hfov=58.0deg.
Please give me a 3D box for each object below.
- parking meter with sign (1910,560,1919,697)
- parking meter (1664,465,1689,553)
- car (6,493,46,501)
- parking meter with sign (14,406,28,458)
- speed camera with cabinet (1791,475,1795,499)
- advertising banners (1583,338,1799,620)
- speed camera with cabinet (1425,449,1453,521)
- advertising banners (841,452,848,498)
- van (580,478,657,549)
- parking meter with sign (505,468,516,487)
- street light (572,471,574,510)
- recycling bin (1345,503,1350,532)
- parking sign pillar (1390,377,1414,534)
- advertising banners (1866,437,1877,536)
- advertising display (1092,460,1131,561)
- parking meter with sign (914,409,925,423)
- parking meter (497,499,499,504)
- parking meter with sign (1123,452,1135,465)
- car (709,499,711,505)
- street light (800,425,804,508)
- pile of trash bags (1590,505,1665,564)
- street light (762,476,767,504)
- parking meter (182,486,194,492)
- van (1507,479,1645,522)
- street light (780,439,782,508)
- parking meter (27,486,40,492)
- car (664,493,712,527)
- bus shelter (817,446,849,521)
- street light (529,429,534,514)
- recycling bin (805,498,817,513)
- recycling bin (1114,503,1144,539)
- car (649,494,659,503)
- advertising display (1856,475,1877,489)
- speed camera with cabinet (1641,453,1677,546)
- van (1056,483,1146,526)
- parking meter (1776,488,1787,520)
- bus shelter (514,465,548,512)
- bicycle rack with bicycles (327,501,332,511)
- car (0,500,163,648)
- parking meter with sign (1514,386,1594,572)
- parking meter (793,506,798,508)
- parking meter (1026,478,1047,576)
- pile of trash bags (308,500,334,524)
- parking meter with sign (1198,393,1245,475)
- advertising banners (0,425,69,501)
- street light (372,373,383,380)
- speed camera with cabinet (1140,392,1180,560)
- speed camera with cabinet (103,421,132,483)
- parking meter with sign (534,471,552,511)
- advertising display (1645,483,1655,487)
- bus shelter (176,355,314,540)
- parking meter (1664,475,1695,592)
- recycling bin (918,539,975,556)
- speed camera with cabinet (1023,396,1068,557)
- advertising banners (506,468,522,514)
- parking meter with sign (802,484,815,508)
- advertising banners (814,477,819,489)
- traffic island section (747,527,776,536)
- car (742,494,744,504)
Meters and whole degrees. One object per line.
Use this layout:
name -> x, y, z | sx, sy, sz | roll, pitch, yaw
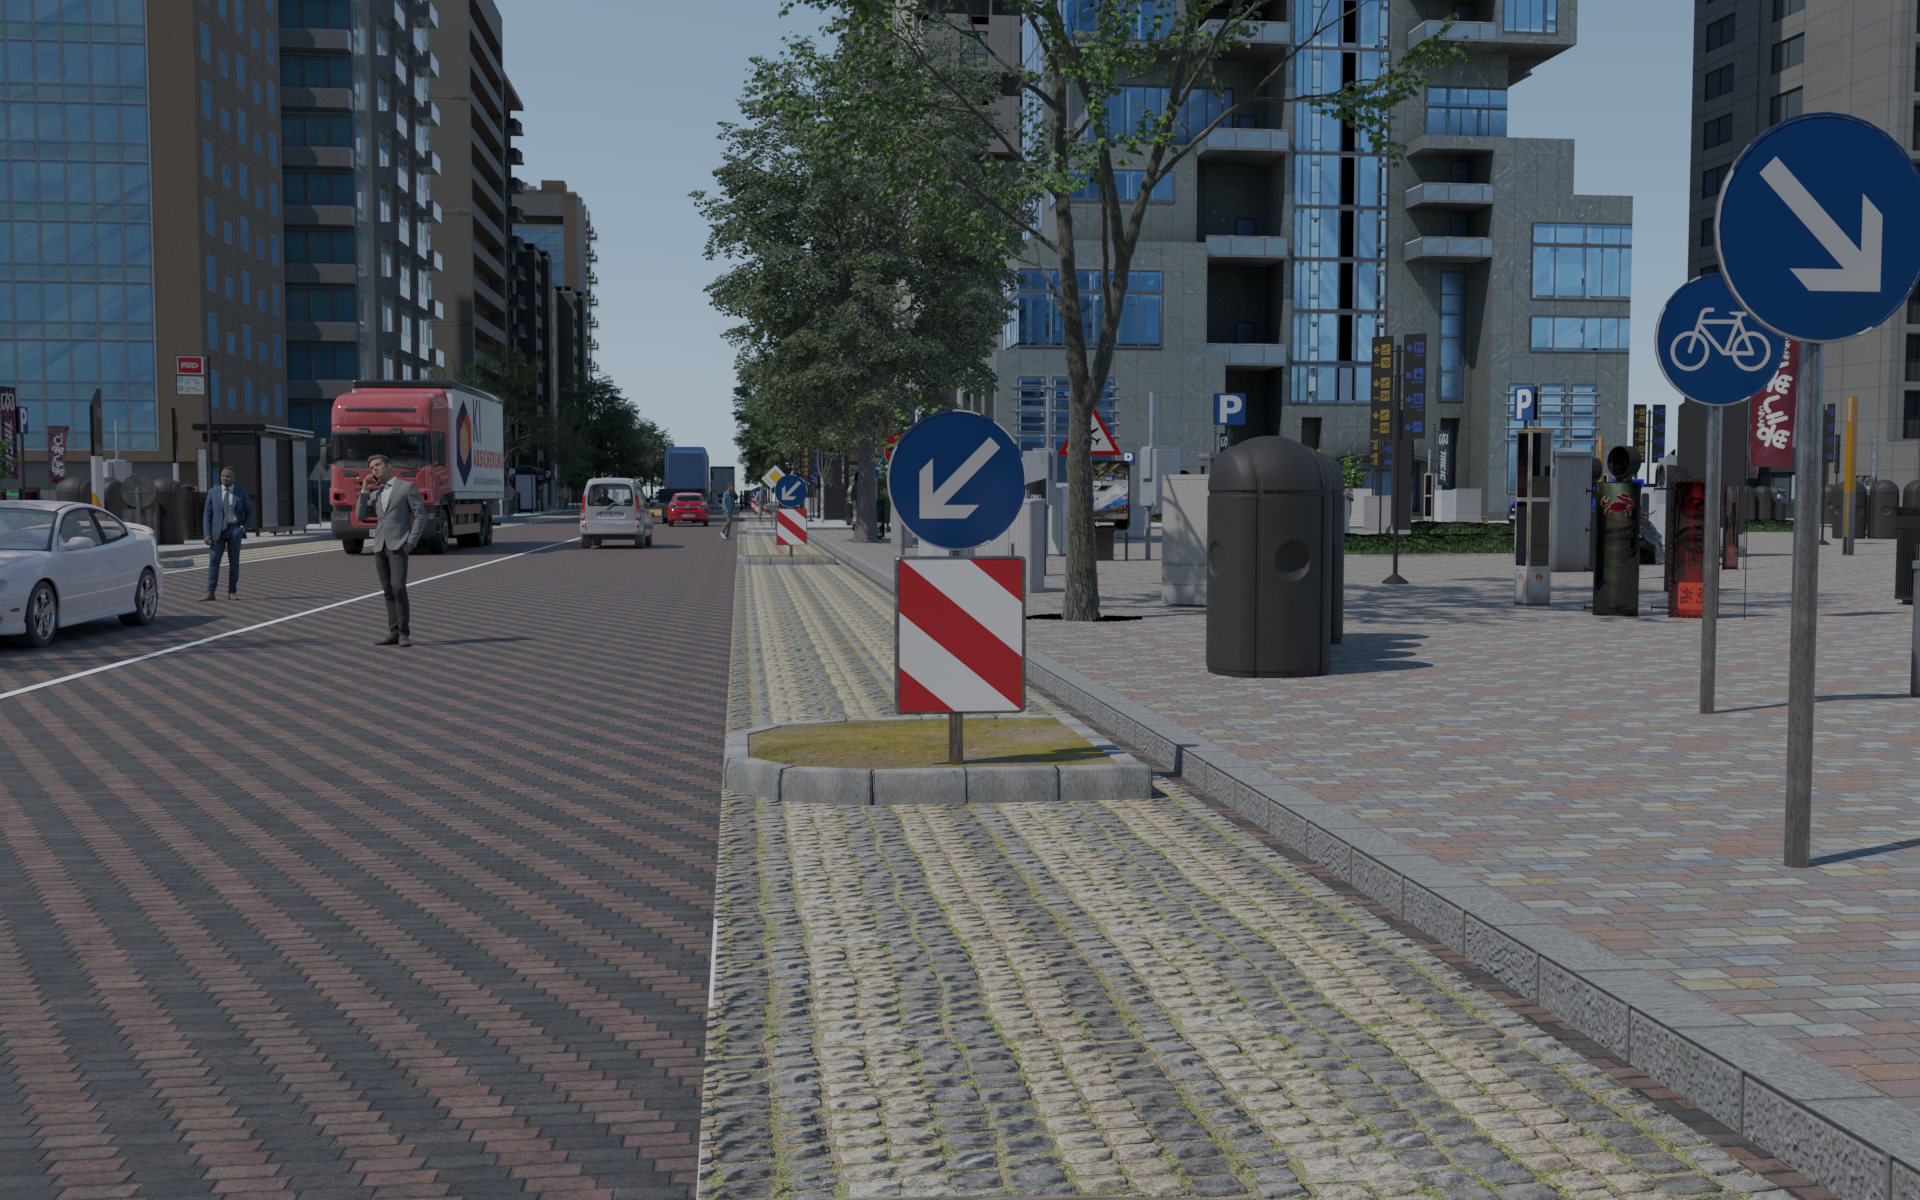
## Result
parking meter with sign -> 6.687, -0.925, 11.388 | 0.543, 3.016, 1.738 | 3, 4, 39
parking meter -> 14.234, -1.752, 34.364 | 0.399, 1.863, 0.255 | 0, 4, -8
car -> -33.181, -3.203, 61.158 | 4.718, 1.807, 1.959 | 0, 4, -7
parking meter with sign -> -19.475, -2.329, 34.343 | 1.738, 3.016, 0.543 | -1, 4, -12
speed camera with cabinet -> 39.412, -5.281, 80.679 | 2.038, 3.252, 0.660 | -3, 5, -44
advertising banners -> 7.550, -1.324, 17.828 | 2.074, 3.025, 0.090 | 2, 4, 25
speed camera with cabinet -> 20.993, -4.987, 75.873 | 0.660, 3.252, 2.038 | 0, 4, -6
advertising banners -> -4.751, -4.725, 73.444 | 0.090, 3.025, 2.074 | 1, 4, 12
van -> -9.262, -2.436, 46.846 | 2.013, 2.044, 4.112 | 0, 4, -6
parking meter with sign -> -30.801, -7.447, 118.019 | 0.543, 3.016, 1.738 | -2, 4, -33
street light -> -31.871, -10.378, 142.473 | 0.468, 5.910, 1.993 | 0, 4, -7
recycling bin -> 10.559, -2.234, 49.074 | 0.722, 1.027, 0.722 | 3, 5, 41
parking sign pillar -> 10.309, -3.178, 40.435 | 1.447, 3.967, 1.447 | 1, 4, 12
advertising banners -> 27.442, -3.443, 52.481 | 0.090, 3.025, 2.074 | 3, 5, 43
advertising display -> 2.774, -1.712, 33.197 | 0.974, 1.923, 0.123 | 1, 4, 12
parking meter with sign -> -0.021, -2.392, 35.367 | 1.738, 3.016, 0.543 | -1, 4, -18
parking meter -> -29.017, -6.333, 109.259 | 0.399, 1.863, 0.255 | 3, 5, 40
parking meter with sign -> 6.560, -4.618, 71.767 | 0.543, 3.016, 1.738 | 3, 4, 36
car -> -29.981, -12.048, 206.567 | 1.945, 1.707, 3.694 | 0, 4, -7
street light -> -8.604, -7.386, 93.540 | 0.468, 5.910, 1.993 | 0, 4, -7
pile of trash bags -> 11.330, -1.327, 31.449 | 3.447, 1.369, 1.912 | -3, 5, -42
street light -> -28.826, -17.138, 252.989 | 0.468, 5.910, 1.993 | 0, 4, -7
parking meter -> -24.757, -2.882, 55.536 | 0.372, 1.533, 0.369 | 0, 3, 0
van -> 24.386, -3.931, 68.651 | 5.245, 2.365, 2.240 | 0, 4, -8
street light -> -14.674, -10.350, 142.009 | 0.468, 5.910, 1.993 | 0, 4, -7
parking meter -> -30.797, -3.010, 57.620 | 0.372, 1.533, 0.369 | 0, 3, 0
car -> -12.197, -4.201, 77.733 | 2.155, 1.783, 4.494 | -1, 4, -9
bus shelter -> -6.431, -5.772, 85.653 | 1.731, 3.624, 6.357 | 0, 4, -7
street light -> -28.246, -8.651, 114.232 | 0.468, 5.910, 1.993 | 0, 4, -7
recycling bin -> -10.281, -6.548, 119.618 | 0.722, 1.027, 0.722 | -1, 4, -19
recycling bin -> 4.805, -2.274, 49.740 | 0.722, 1.027, 0.722 | -3, 4, -36
car -> -28.509, -9.212, 162.624 | 2.014, 1.417, 4.499 | -1, 4, -8
advertising display -> 31.034, -3.328, 59.626 | 0.123, 1.923, 0.974 | -3, 4, -36
speed camera with cabinet -> 17.198, -2.933, 42.284 | 0.660, 3.252, 2.038 | 0, 4, 6
van -> 5.006, -3.578, 65.515 | 4.112, 2.044, 2.013 | 0, 4, -6
parking meter -> 36.025, -4.131, 75.957 | 0.372, 1.533, 0.369 | 0, 3, 0
bus shelter -> -30.763, -7.937, 123.698 | 2.014, 3.302, 5.546 | 0, 4, -7
bicycle rack with bicycles -> -30.696, -4.515, 87.209 | 2.852, 0.926, 2.925 | -2, 4, -24
car -> -9.646, -0.316, 17.536 | 2.083, 1.381, 4.827 | 0, 4, -7
parking meter with sign -> 10.007, -1.971, 28.481 | 1.738, 3.016, 0.543 | -1, 4, -16
parking meter -> -9.741, -5.877, 101.805 | 0.255, 1.863, 0.399 | 2, 4, 35
parking meter -> 1.172, -1.149, 27.202 | 0.372, 1.533, 0.369 | 0, 3, 0
pile of trash bags -> -28.011, -3.942, 74.207 | 3.447, 1.369, 1.912 | -3, 5, -40
parking meter with sign -> 4.558, -2.117, 30.867 | 0.543, 3.016, 1.738 | 0, 4, -7
advertising banners -> -23.602, -2.914, 43.833 | 2.074, 3.025, 0.090 | -3, 5, -44
street light -> -22.263, -5.722, 66.335 | 0.468, 5.910, 1.993 | 0, 4, -7
speed camera with cabinet -> 4.158, -2.369, 33.068 | 0.660, 3.252, 2.038 | -1, 4, -22
speed camera with cabinet -> -22.441, -3.242, 47.344 | 0.660, 3.252, 2.038 | 2, 4, 35
parking meter with sign -> -30.896, -8.074, 128.276 | 0.543, 3.016, 1.738 | 1, 4, 20
advertising display -> 41.885, -6.114, 105.177 | 0.974, 1.923, 0.123 | 3, 5, 41
bus shelter -> -21.899, -4.605, 52.917 | 2.179, 5.291, 8.768 | 0, 4, -7
parking meter -> 9.446, -0.874, 22.707 | 0.372, 1.533, 0.369 | 0, 3, 0
recycling bin -> -0.171, -0.886, 27.035 | 0.722, 1.027, 0.722 | 2, 4, 33
speed camera with cabinet -> 1.828, -2.542, 35.892 | 0.660, 3.252, 2.038 | 1, 4, 18
advertising banners -> -29.548, -7.243, 114.610 | 0.090, 3.025, 2.074 | -3, 5, -40
parking meter with sign -> -11.889, -8.532, 135.760 | 0.543, 3.016, 1.738 | -3, 5, -43
advertising banners -> -7.309, -5.920, 92.985 | 0.090, 3.025, 2.074 | -2, 4, -35
traffic island section -> -6.374, -2.318, 60.175 | 2.009, 0.180, 2.903 | 0, 4, -7
car -> -29.377, -14.153, 240.191 | 1.959, 1.807, 4.718 | 0, 4, -6
